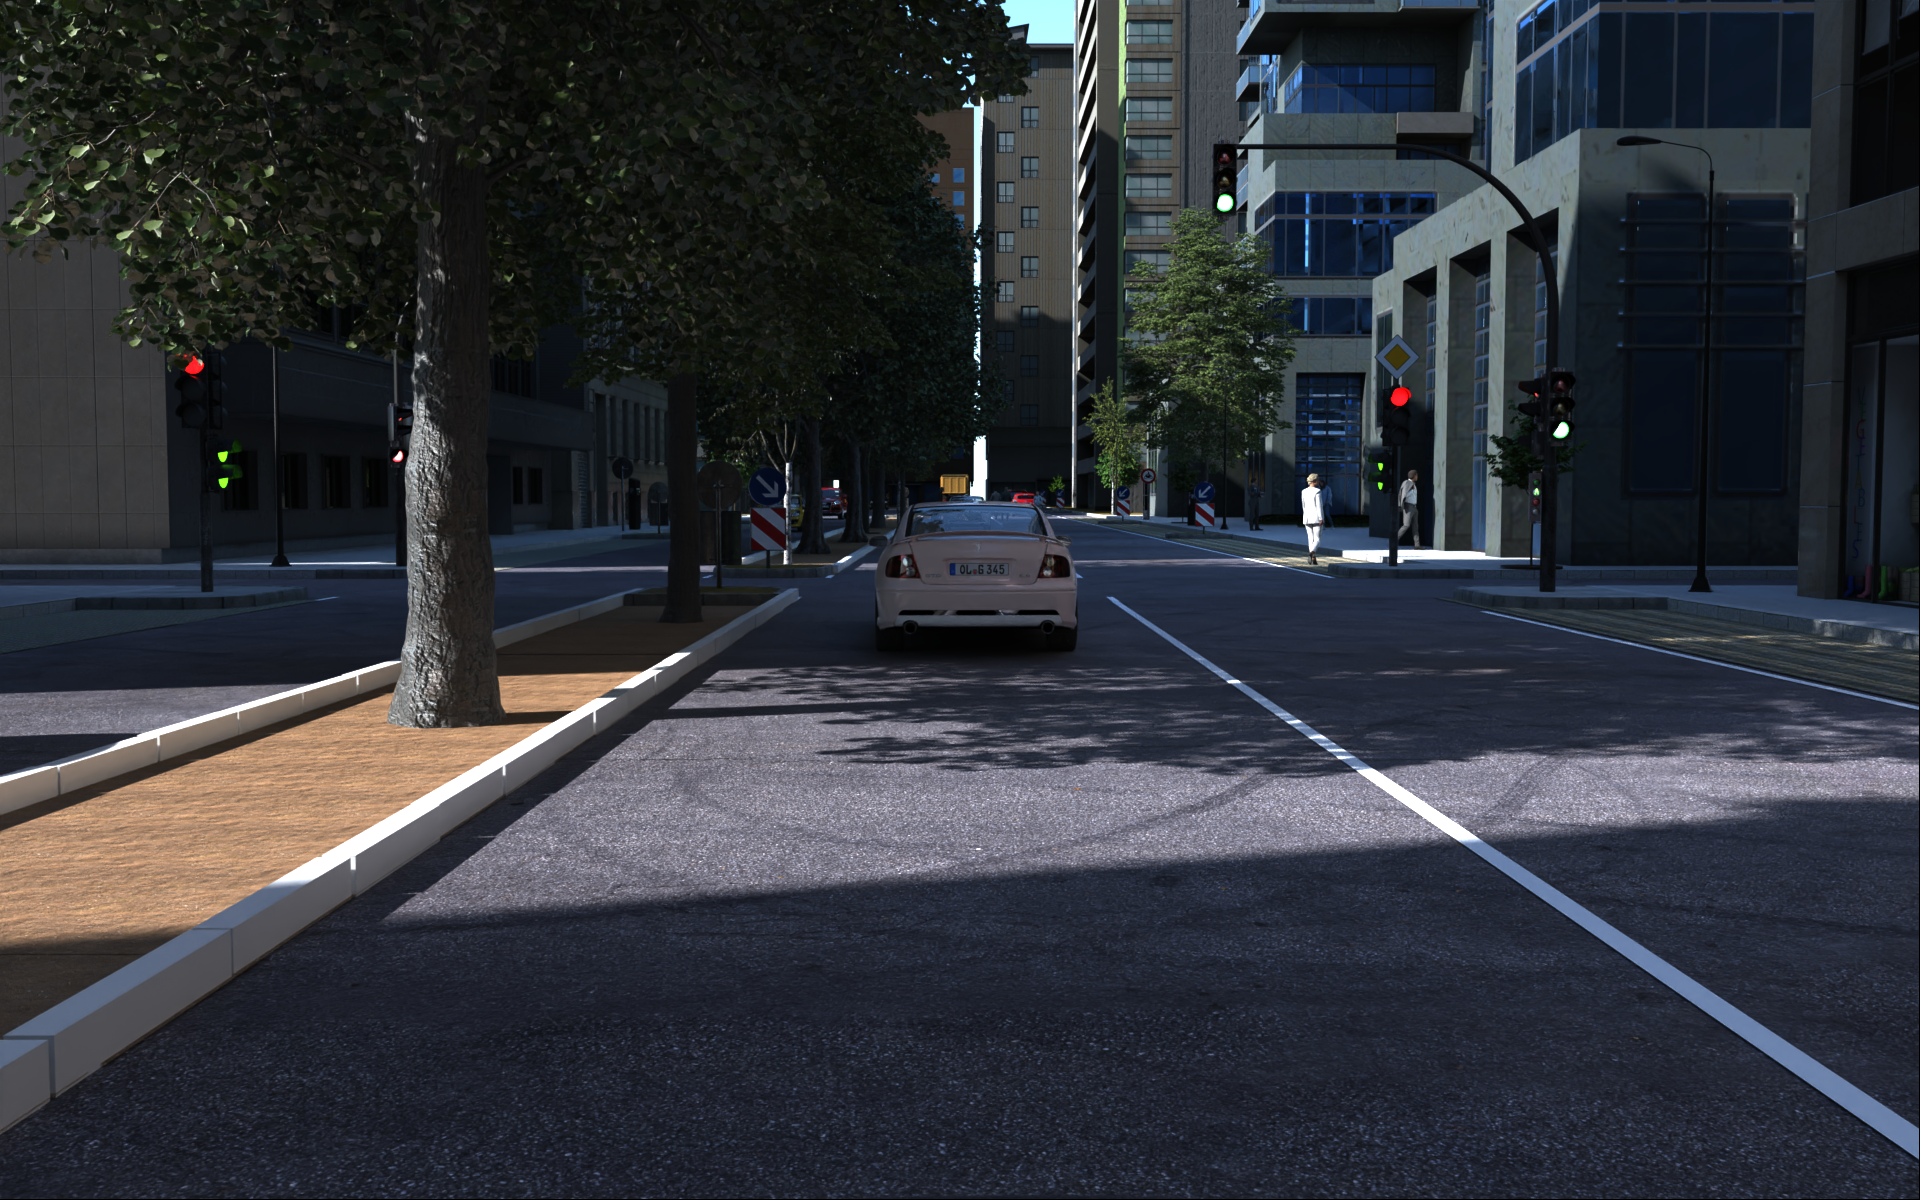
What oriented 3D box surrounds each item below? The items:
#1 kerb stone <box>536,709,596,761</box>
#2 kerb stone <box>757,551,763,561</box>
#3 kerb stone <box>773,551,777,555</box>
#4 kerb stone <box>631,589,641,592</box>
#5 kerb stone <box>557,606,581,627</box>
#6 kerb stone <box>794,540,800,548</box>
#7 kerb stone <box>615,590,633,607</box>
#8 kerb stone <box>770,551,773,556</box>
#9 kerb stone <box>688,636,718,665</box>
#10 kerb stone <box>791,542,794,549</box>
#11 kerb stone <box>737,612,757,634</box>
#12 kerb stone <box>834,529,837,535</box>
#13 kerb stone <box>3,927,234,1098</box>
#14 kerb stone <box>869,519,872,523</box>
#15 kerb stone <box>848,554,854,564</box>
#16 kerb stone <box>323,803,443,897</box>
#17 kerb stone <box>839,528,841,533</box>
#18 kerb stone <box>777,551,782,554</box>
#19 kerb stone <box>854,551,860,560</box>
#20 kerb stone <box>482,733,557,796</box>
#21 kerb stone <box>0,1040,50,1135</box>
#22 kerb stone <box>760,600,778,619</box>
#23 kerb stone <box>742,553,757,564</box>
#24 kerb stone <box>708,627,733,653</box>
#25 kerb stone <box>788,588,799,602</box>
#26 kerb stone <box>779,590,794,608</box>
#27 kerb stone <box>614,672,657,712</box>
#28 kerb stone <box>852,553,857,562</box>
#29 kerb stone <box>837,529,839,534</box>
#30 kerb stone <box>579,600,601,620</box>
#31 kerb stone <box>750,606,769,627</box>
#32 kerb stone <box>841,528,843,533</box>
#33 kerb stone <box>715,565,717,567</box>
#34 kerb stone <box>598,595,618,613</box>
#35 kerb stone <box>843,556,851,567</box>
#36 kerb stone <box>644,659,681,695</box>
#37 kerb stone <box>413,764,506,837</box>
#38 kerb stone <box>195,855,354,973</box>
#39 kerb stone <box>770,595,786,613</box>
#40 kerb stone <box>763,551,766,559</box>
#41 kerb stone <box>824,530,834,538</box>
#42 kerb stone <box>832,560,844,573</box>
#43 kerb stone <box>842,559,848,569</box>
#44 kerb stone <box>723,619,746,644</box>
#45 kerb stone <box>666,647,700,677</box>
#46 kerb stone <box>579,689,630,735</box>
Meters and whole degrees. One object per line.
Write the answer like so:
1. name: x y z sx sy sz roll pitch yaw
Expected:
1. kerb stone: -2.223 0.763 9.731 0.120 0.150 1.000 0 3 0
2. kerb stone: -4.367 -0.900 36.914 0.120 0.150 1.000 0 3 0
3. kerb stone: -4.388 -1.089 39.995 0.120 0.150 1.000 0 3 0
4. kerb stone: -4.340 -0.051 23.052 0.120 0.150 1.000 0 3 0
5. kerb stone: -4.338 0.200 18.924 0.120 0.150 1.000 0 3 0
6. kerb stone: -4.394 -1.463 46.134 0.120 0.150 1.000 0 3 0
7. kerb stone: -4.350 0.011 22.024 0.120 0.150 1.000 0 3 0
8. kerb stone: -4.379 -1.026 38.973 0.120 0.150 1.000 0 3 0
9. kerb stone: -2.230 0.450 14.854 0.120 0.150 1.000 0 3 0
10. kerb stone: -4.386 -1.339 44.087 0.120 0.150 1.000 0 3 0
11. kerb stone: -2.242 0.261 17.935 0.120 0.150 1.000 0 3 0
12. kerb stone: -4.421 -2.280 59.468 0.120 0.150 1.000 0 3 0
13. kerb stone: -2.207 1.076 4.606 0.120 0.150 1.000 0 3 0
14. kerb stone: -4.476 -4.099 89.222 0.120 0.150 1.000 0 3 0
15. kerb stone: -2.271 -0.776 34.876 0.120 0.150 1.000 0 3 0
16. kerb stone: -2.207 0.952 6.653 0.120 0.150 1.000 0 3 0
17. kerb stone: -4.427 -2.405 61.516 0.120 0.150 1.000 0 3 0
18. kerb stone: -4.378 -1.151 41.021 0.120 0.150 1.000 0 3 0
19. kerb stone: -2.274 -0.901 36.927 0.120 0.150 1.000 0 3 0
20. kerb stone: -2.214 0.825 8.706 0.120 0.150 1.000 0 3 0
21. kerb stone: -2.205 1.141 3.583 0.120 0.150 1.000 0 3 0
22. kerb stone: -2.238 0.135 19.991 0.120 0.150 1.000 0 3 0
23. kerb stone: -4.372 -0.832 35.892 0.120 0.150 1.000 0 3 0
24. kerb stone: -2.231 0.387 15.889 0.120 0.150 1.000 0 3 0
25. kerb stone: -2.253 -0.052 23.059 0.120 0.150 1.000 0 3 0
26. kerb stone: -2.251 0.011 22.035 0.120 0.150 1.000 0 3 0
27. kerb stone: -2.224 0.637 11.787 0.120 0.150 1.000 0 3 0
28. kerb stone: -2.275 -0.837 35.898 0.120 0.150 1.000 0 3 0
29. kerb stone: -4.424 -2.342 60.493 0.120 0.150 1.000 0 3 0
30. kerb stone: -4.331 0.137 19.949 0.120 0.150 1.000 0 3 0
31. kerb stone: -2.237 0.199 18.968 0.120 0.150 1.000 0 3 0
32. kerb stone: -4.424 -2.467 62.538 0.120 0.150 1.000 0 3 0
33. kerb stone: -4.359 -0.585 31.792 0.120 0.150 1.000 0 3 0
34. kerb stone: -4.338 0.074 20.985 0.120 0.150 1.000 0 3 0
35. kerb stone: -2.265 -0.711 33.851 0.120 0.150 1.000 0 3 0
36. kerb stone: -2.222 0.574 12.809 0.120 0.150 1.000 0 3 0
37. kerb stone: -2.219 0.889 7.684 0.120 0.150 1.000 0 3 0
38. kerb stone: -2.215 1.016 5.632 0.120 0.150 1.000 0 3 0
39. kerb stone: -2.246 0.072 21.013 0.120 0.150 1.000 0 3 0
40. kerb stone: -4.377 -0.963 37.936 0.120 0.150 1.000 0 3 0
41. kerb stone: -4.421 -2.217 58.445 0.120 0.150 1.000 0 3 0
42. kerb stone: -2.265 -0.588 31.803 0.120 0.150 1.000 0 3 0
43. kerb stone: -2.267 -0.644 32.827 0.120 0.150 1.000 0 3 0
44. kerb stone: -2.232 0.324 16.910 0.120 0.150 1.000 0 3 0
45. kerb stone: -2.232 0.512 13.831 0.120 0.150 1.000 0 3 0
46. kerb stone: -2.219 0.699 10.764 0.120 0.150 1.000 0 3 0
